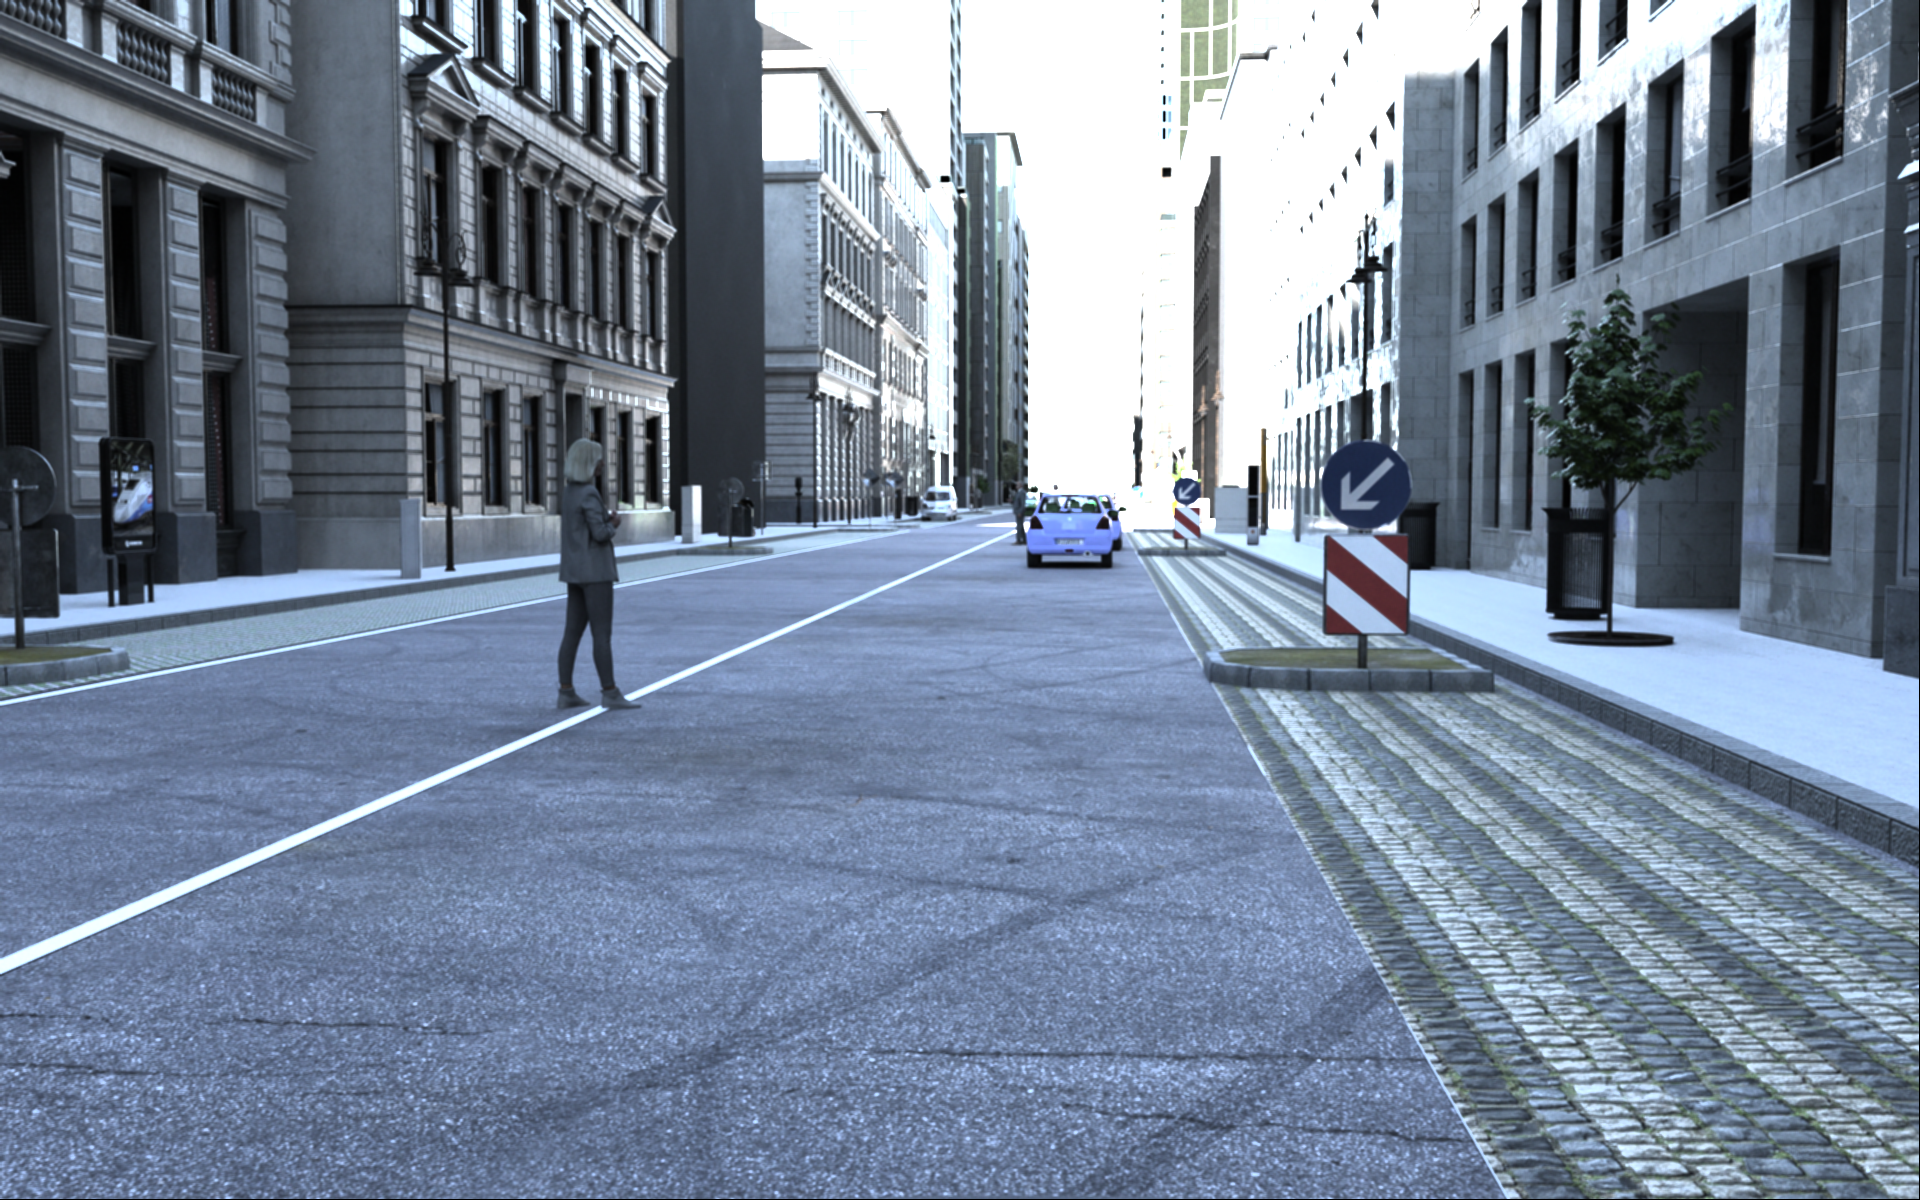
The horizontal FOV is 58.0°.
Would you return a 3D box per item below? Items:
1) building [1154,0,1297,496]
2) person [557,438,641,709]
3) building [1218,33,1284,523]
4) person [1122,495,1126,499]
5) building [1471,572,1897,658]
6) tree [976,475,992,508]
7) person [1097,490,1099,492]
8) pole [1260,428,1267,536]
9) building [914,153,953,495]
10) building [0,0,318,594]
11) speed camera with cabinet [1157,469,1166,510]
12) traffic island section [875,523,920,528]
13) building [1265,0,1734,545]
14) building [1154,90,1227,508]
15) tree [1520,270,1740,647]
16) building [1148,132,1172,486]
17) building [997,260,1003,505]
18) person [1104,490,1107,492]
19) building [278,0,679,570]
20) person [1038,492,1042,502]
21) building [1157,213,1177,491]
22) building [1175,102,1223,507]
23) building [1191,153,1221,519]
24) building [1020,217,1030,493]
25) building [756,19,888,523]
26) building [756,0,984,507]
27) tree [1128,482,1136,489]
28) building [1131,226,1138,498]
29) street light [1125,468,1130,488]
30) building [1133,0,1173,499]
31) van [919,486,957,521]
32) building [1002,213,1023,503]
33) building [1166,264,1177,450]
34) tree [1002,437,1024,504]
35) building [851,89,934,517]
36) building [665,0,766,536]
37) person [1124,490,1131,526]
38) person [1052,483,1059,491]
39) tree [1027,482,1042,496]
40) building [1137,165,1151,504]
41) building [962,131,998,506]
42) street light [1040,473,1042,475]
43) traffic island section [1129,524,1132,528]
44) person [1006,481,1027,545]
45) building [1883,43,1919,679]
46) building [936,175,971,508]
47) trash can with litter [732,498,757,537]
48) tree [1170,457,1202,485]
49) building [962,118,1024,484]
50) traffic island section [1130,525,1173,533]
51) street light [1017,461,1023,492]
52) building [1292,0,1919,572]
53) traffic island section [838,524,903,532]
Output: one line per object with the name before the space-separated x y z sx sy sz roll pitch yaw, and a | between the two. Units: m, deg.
building | 32.344 -46.310 195.424 20.563 71.187 20.611 0 4 5
person | -2.463 -0.183 11.670 0.526 1.800 0.537 -1 4 -23
building | 27.351 -15.896 78.969 30.058 24.678 14.314 0 4 5
person | 16.197 -9.751 168.641 0.721 1.743 1.217 -2 4 -33
building | 12.967 -10.157 20.819 10.420 20.320 16.860 0 4 5
tree | 1.877 -9.958 157.411 1.663 3.219 1.824 0 3 0
person | 14.891 -10.966 187.654 0.709 1.838 0.599 2 4 23
pole | 9.391 -3.652 53.558 0.158 3.312 0.155 0 3 0
building | -7.420 -19.130 130.794 12.078 24.808 19.932 0 4 5
building | -16.319 -11.611 18.713 11.050 23.489 19.941 0 4 5
speed camera with cabinet | 16.036 -8.719 136.889 0.660 3.252 2.038 1 4 18
traffic island section | -2.795 -3.163 74.000 2.009 0.180 2.903 0 4 5
building | 15.672 -12.209 54.368 10.420 20.320 16.860 0 4 5
building | 34.253 -28.568 158.971 32.217 40.220 23.993 0 4 5
tree | 5.529 -1.243 14.920 1.663 3.219 1.824 0 3 0
building | 30.670 -34.506 214.284 14.600 45.320 14.200 0 4 5
building | -2.294 -26.561 205.977 14.160 30.474 14.107 0 4 5
person | 12.810 -8.814 152.606 0.705 1.824 1.348 -1 4 -16
building | -13.240 -10.618 38.237 10.561 19.102 19.286 0 4 5
person | 11.683 -14.835 251.856 0.445 1.727 0.742 3 4 37
building | 27.495 -24.946 179.576 14.160 30.474 14.107 0 4 5
building | 20.750 -18.132 114.483 12.078 24.808 19.932 0 4 5
building | 19.521 -16.296 96.123 12.332 23.373 15.834 0 4 5
building | 0.416 -40.541 286.548 21.300 48.544 21.600 0 4 5
building | -10.252 -15.688 85.379 11.050 23.489 19.941 0 4 5
building | -8.127 -44.928 172.821 20.563 71.187 20.611 0 4 5
tree | 24.706 -15.529 248.493 1.663 3.219 1.824 0 3 0
building | 40.074 -40.982 293.749 21.300 48.544 21.600 0 4 5
street light | 26.402 -18.154 269.610 0.468 5.910 1.993 0 4 5
building | 38.316 -58.320 266.201 22.319 86.520 31.000 0 4 5
van | -1.100 -5.180 91.707 2.013 2.044 4.112 0 4 4
building | 2.478 -37.822 268.500 14.600 45.320 14.200 0 4 5
building | 22.380 -18.337 135.973 11.583 22.565 21.152 0 4 5
tree | 6.226 -16.379 218.161 4.360 8.622 3.978 0 3 0
building | -8.968 -18.988 107.713 12.463 27.353 25.104 0 4 5
building | -15.723 -14.047 59.340 15.834 23.373 12.332 0 4 5
person | 7.481 -4.088 77.148 0.330 1.601 0.589 2 4 24
person | 2.862 -2.697 53.086 0.515 1.767 0.782 0 4 5
tree | 12.126 -17.388 278.890 1.663 3.219 1.824 0 3 0
building | 36.080 -37.768 241.205 21.300 48.544 21.600 0 4 5
building | -3.211 -31.016 190.707 14.154 41.232 14.086 0 4 5
street light | 14.279 -20.392 306.198 0.468 5.910 1.993 0 4 5
traffic island section | 8.159 -3.108 73.098 2.009 0.180 2.903 0 4 5
person | 1.622 -2.463 48.947 0.590 1.801 0.661 0 4 -8
building | 10.640 -9.390 2.678 9.793 20.994 18.267 0 4 5
building | -6.579 -23.538 156.552 14.160 30.474 14.107 0 4 5
trash can with litter | -6.408 -2.457 51.554 0.624 1.170 1.055 0 4 4
tree | 11.700 -5.819 89.745 1.663 3.219 1.824 0 3 0
building | -5.751 -40.272 247.683 28.713 52.752 27.495 0 4 5
traffic island section | 7.504 -2.621 65.140 2.009 0.180 2.903 0 4 5
street light | 8.319 -15.942 233.439 0.468 5.910 1.993 0 4 5
building | 13.503 -11.187 37.660 10.420 20.320 16.860 0 4 5
traffic island section | -3.450 -2.677 66.042 2.009 0.180 2.903 0 4 5
